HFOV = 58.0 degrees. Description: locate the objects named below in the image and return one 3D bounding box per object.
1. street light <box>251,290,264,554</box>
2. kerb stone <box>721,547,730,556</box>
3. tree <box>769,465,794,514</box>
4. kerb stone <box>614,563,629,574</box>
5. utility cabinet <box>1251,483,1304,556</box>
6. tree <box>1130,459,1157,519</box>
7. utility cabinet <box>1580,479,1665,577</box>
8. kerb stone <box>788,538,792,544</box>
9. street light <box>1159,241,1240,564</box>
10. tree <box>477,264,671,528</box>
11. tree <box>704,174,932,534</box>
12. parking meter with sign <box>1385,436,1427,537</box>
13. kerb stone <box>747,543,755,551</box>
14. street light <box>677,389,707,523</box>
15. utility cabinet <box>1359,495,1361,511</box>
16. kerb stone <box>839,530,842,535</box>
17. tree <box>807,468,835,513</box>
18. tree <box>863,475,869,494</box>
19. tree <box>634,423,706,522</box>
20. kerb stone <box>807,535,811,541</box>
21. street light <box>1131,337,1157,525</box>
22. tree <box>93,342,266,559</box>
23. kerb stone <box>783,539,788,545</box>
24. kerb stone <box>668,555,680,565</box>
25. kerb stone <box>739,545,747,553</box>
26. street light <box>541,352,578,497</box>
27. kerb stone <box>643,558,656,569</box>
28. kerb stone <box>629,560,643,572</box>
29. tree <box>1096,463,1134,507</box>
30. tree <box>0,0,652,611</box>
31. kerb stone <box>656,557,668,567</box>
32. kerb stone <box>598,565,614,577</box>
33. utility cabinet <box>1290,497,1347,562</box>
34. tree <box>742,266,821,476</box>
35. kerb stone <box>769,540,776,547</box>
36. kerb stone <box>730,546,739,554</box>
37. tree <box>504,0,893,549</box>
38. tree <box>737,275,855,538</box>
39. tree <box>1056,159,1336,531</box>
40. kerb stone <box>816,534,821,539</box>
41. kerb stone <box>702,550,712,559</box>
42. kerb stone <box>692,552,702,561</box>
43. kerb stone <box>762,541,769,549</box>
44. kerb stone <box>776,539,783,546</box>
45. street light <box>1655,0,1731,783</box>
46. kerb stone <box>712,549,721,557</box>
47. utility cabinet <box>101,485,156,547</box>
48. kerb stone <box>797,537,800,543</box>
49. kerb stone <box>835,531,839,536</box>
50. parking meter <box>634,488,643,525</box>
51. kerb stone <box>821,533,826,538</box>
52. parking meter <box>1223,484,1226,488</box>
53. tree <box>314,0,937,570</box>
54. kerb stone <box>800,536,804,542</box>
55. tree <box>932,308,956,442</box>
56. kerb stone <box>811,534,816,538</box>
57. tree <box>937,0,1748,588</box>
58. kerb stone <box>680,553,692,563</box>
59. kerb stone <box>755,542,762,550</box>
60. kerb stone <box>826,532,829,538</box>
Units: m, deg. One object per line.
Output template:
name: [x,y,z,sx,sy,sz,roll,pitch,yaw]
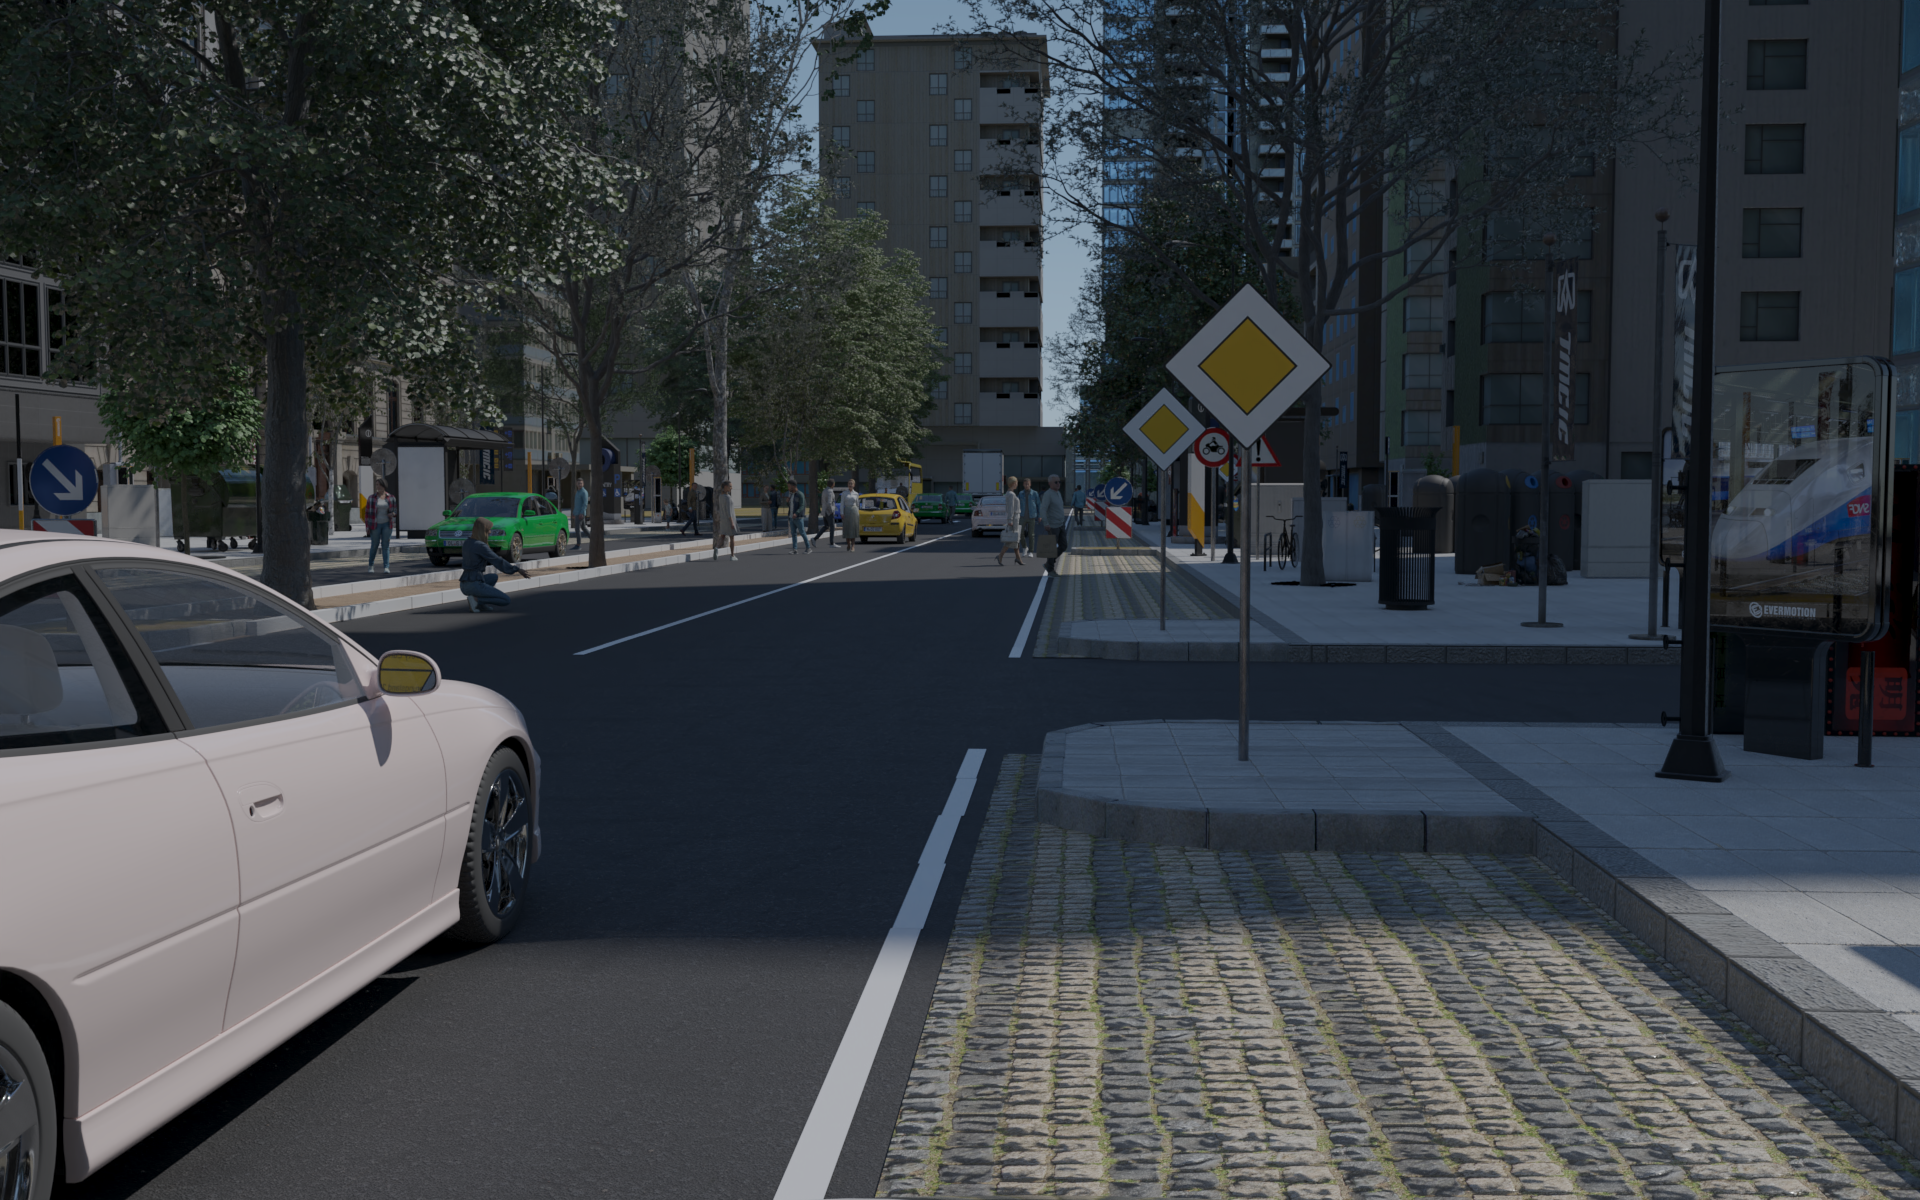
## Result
street light: [-14.545,-3.948,37.092,1.470,5.913,1.316,0,4,4]
kerb stone: [-5.594,-1.114,40.479,0.120,0.150,1.000,0,4,4]
tree: [-11.319,-7.052,109.906,1.663,3.219,1.824,0,3,0]
kerb stone: [-6.217,-0.555,31.277,0.120,0.150,1.000,0,4,4]
utility cabinet: [6.468,-1.646,35.590,1.173,1.500,0.318,1,4,12]
tree: [9.598,-5.670,87.306,1.663,3.219,1.824,0,3,0]
utility cabinet: [10.105,-1.084,26.398,1.173,1.500,0.318,0,4,0]
kerb stone: [-4.963,-1.676,49.671,0.120,0.150,1.000,0,4,4]
street light: [4.457,-3.629,31.882,1.470,5.913,1.316,0,4,4]
tree: [-14.543,-7.930,64.061,8.767,10.594,7.601,1,4,18]
tree: [-5.300,-8.628,61.646,7.486,12.596,7.792,0,3,0]
parking meter with sign: [13.717,-3.423,52.227,1.738,3.016,0.543,1,4,18]
kerb stone: [-5.384,-1.304,43.551,0.120,0.150,1.000,0,4,4]
street light: [-11.837,-6.352,76.403,1.470,5.913,1.316,0,4,4]
utility cabinet: [19.302,-4.333,82.012,1.020,1.237,0.306,-3,5,-41]
kerb stone: [-4.257,-2.306,59.930,0.120,0.150,1.000,0,4,4]
tree: [-9.969,-7.613,119.068,1.663,3.219,1.824,0,3,0]
tree: [-7.717,-9.656,152.474,1.663,3.219,1.824,0,3,0]
tree: [-13.312,-5.909,80.321,4.285,4.588,4.351,0,3,0]
kerb stone: [-4.754,-1.869,52.756,0.120,0.150,1.000,0,4,4]
street light: [5.766,-4.823,51.393,1.470,5.913,1.316,0,4,4]
tree: [-15.390,-3.098,34.372,4.285,4.588,4.351,0,3,0]
kerb stone: [-5.033,-1.614,48.651,0.120,0.150,1.000,0,4,4]
kerb stone: [-5.938,-0.806,35.368,0.120,0.150,1.000,0,4,4]
kerb stone: [-5.443,-1.244,42.527,0.120,0.150,1.000,0,4,4]
street light: [-13.180,-5.162,56.940,1.470,5.913,1.316,0,4,4]
kerb stone: [-6.080,-0.680,33.320,0.120,0.150,1.000,0,4,4]
kerb stone: [-6.149,-0.618,32.300,0.120,0.150,1.000,0,4,4]
tree: [13.763,-10.339,152.764,4.285,4.588,4.351,0,3,0]
tree: [-8.008,-6.795,20.208,9.857,13.997,8.962,0,3,0]
kerb stone: [-6.013,-0.743,34.340,0.120,0.150,1.000,0,4,4]
kerb stone: [-6.289,-0.493,30.257,0.120,0.150,1.000,0,4,4]
utility cabinet: [6.819,-1.332,32.937,1.020,1.237,0.306,0,4,6]
tree: [-12.371,-11.315,91.655,9.857,13.997,8.962,0,3,0]
kerb stone: [-5.169,-1.489,46.611,0.120,0.150,1.000,0,4,4]
kerb stone: [-5.519,-1.181,41.500,0.120,0.150,1.000,0,4,4]
tree: [-7.374,-11.438,45.359,12.611,20.169,13.585,0,3,0]
tree: [-5.432,-6.287,55.616,4.360,8.622,3.978,0,3,0]
tree: [8.106,-8.714,59.488,9.611,12.733,9.660,0,3,0]
kerb stone: [-4.615,-1.994,54.796,0.120,0.150,1.000,0,4,4]
kerb stone: [-5.726,-0.993,38.437,0.120,0.150,1.000,0,4,4]
kerb stone: [-5.801,-0.931,37.412,0.120,0.150,1.000,0,4,4]
kerb stone: [-5.236,-1.431,45.590,0.120,0.150,1.000,0,4,4]
kerb stone: [-5.094,-1.556,47.630,0.120,0.150,1.000,0,4,4]
street light: [2.794,-2.153,7.739,1.470,5.913,1.316,0,4,4]
kerb stone: [-5.658,-1.056,39.459,0.120,0.150,1.000,0,4,4]
utility cabinet: [-19.795,-1.991,41.226,0.318,1.500,1.173,2,4,34]
kerb stone: [-4.889,-1.743,50.700,0.120,0.150,1.000,0,4,4]
kerb stone: [-4.341,-2.237,58.895,0.120,0.150,1.000,0,4,4]
parking meter: [-13.568,-3.955,73.075,0.372,1.533,0.369,0,3,0]
kerb stone: [-4.548,-2.055,55.816,0.120,0.150,1.000,0,4,4]
parking meter: [13.450,-4.983,87.181,0.399,1.863,0.255,2,4,35]
tree: [-6.892,-7.318,32.476,12.009,13.543,11.850,0,3,0]
kerb stone: [-4.823,-1.802,51.736,0.120,0.150,1.000,0,4,4]
tree: [-4.390,-9.220,71.332,7.486,12.596,7.792,0,3,0]
kerb stone: [-4.681,-1.932,53.775,0.120,0.150,1.000,0,4,4]
tree: [4.805,-6.936,23.776,12.009,13.543,11.850,0,3,0]
kerb stone: [-5.864,-0.868,36.391,0.120,0.150,1.000,0,4,4]
kerb stone: [-5.315,-1.367,44.570,0.120,0.150,1.000,0,4,4]
kerb stone: [-4.472,-2.115,56.843,0.120,0.150,1.000,0,4,4]
